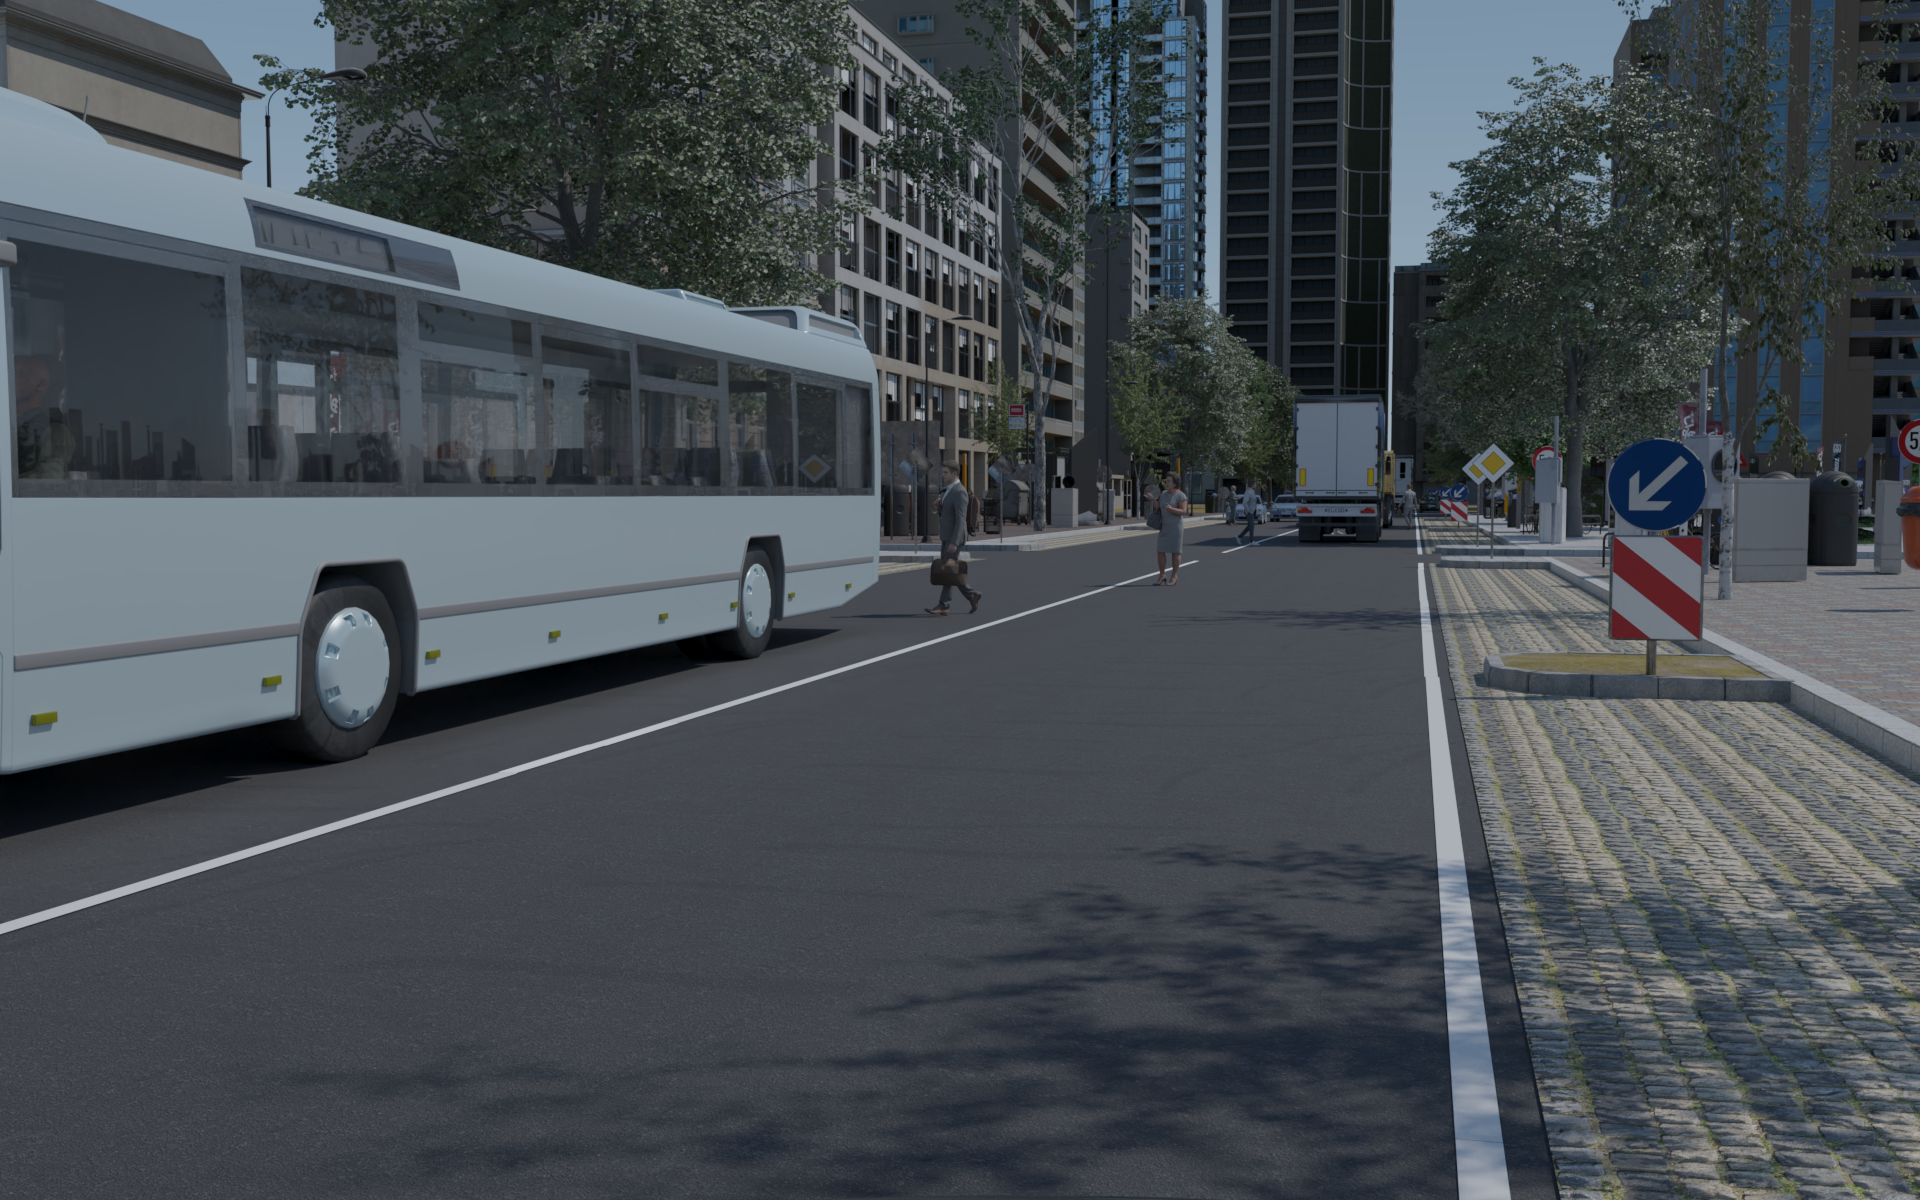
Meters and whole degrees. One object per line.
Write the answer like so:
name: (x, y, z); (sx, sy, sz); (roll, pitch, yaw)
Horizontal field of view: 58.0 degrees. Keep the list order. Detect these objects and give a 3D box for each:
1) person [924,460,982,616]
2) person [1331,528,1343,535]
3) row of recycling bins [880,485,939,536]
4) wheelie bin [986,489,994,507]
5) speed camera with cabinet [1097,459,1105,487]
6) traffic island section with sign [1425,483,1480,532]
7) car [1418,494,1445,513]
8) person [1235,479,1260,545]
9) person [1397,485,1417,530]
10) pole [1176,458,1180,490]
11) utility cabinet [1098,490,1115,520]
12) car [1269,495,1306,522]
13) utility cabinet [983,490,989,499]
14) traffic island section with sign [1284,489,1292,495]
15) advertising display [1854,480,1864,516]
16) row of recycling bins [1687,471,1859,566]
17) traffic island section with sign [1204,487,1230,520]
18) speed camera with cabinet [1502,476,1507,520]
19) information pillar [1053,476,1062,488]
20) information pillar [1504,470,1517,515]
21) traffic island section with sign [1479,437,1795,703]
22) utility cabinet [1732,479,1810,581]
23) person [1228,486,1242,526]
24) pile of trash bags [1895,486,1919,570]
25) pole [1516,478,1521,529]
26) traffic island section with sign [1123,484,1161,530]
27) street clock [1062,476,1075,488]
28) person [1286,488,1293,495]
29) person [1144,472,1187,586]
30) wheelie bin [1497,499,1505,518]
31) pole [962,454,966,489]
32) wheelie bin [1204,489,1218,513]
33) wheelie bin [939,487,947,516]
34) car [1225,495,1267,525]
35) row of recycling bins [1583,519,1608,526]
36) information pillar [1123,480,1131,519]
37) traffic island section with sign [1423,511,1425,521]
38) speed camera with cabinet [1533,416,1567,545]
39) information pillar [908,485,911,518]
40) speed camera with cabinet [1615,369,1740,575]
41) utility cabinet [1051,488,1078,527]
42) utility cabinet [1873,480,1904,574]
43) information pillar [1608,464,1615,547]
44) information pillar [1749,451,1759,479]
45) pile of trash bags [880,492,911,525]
person: (-0.050, -0.732, 20.436); (0.822, 1.834, 0.622); (-2, 4, -25)
person: (13.304, -3.239, 61.437); (0.573, 1.828, 0.580); (2, 4, 35)
row of recycling bins: (-2.355, -2.795, 52.811); (3.534, 1.692, 1.069); (-1, 4, -17)
wheelie bin: (1.894, -5.587, 99.250); (0.980, 1.594, 0.693); (3, 5, 43)
speed camera with cabinet: (7.221, -6.375, 98.567); (2.038, 3.252, 0.660); (2, 4, 30)
traffic island section with sign: (18.819, -3.494, 65.755); (1.989, 1.847, 2.006); (1, 4, 15)
car: (35.512, -7.382, 130.489); (2.009, 1.686, 4.222); (1, 4, 15)
person: (8.051, -2.456, 48.509); (0.795, 1.843, 0.661); (2, 4, 29)
person: (17.978, -3.725, 69.519); (0.709, 1.813, 0.853); (-1, 4, -21)
pole: (12.405, -6.410, 98.649); (0.158, 3.312, 0.155); (0, 3, 0)
utility cabinet: (6.949, -4.636, 84.477); (1.173, 1.500, 0.318); (1, 4, 16)
car: (17.213, -4.796, 90.412); (2.014, 1.417, 4.499); (1, 4, 16)
utility cabinet: (1.980, -5.971, 106.311); (1.173, 1.500, 0.318); (0, 4, -2)
traffic island section with sign: (27.221, -8.249, 143.495); (1.989, 1.847, 2.006); (1, 4, 15)
advertising display: (40.376, -4.469, 78.277); (0.974, 1.923, 0.123); (-1, 4, -15)
row of recycling bins: (14.390, -1.498, 31.599); (3.534, 1.692, 1.069); (1, 4, 20)
traffic island section with sign: (14.454, -5.270, 94.791); (1.989, 1.847, 2.006); (1, 4, 15)
speed camera with cabinet: (27.393, -5.488, 84.067); (2.038, 3.252, 0.660); (1, 4, 10)
information pillar: (3.854, -3.931, 68.760); (0.304, 2.012, 0.304); (0, 4, -8)
information pillar: (21.315, -4.623, 66.947); (0.504, 3.616, 0.183); (-1, 4, -12)
traffic island section with sign: (4.987, -0.265, 12.967); (1.989, 1.847, 2.006); (1, 4, 15)
utility cabinet: (11.757, -1.015, 25.279); (1.173, 1.500, 0.318); (-1, 4, -12)
person: (12.438, -4.264, 78.397); (0.590, 1.801, 0.661); (0, 4, -2)
pile of trash bags: (12.097, -0.574, 19.135); (3.447, 1.369, 1.912); (0, 4, -1)
pole: (20.576, -4.275, 63.734); (0.158, 3.312, 0.155); (0, 3, 0)
traffic island section with sign: (7.620, -3.675, 68.713); (1.989, 1.847, 2.006); (1, 4, 15)
street clock: (4.279, -3.900, 68.330); (0.471, 2.002, 0.358); (0, 4, -8)
person: (21.658, -6.479, 114.214); (0.659, 1.850, 0.755); (0, 4, -6)
person: (3.175, -1.115, 27.087); (0.716, 1.782, 0.532); (3, 5, 44)
wheelie bin: (29.026, -5.184, 92.666); (0.980, 1.594, 0.693); (0, 4, -4)
pole: (0.222, -5.717, 87.317); (0.158, 3.312, 0.155); (0, 3, 0)
wheelie bin: (16.772, -6.612, 116.006); (0.980, 1.594, 0.693); (1, 4, 21)
wheelie bin: (-1.077, -5.375, 95.789); (0.693, 1.594, 0.980); (-1, 4, -13)
car: (13.757, -4.349, 83.111); (2.014, 1.417, 4.499); (1, 4, 13)
row of recycling bins: (25.516, -3.928, 71.341); (1.069, 1.692, 3.534); (-3, 4, -36)
information pillar: (8.737, -5.256, 90.425); (0.304, 2.012, 0.304); (-3, 4, -36)
traffic island section with sign: (25.672, -5.095, 91.931); (1.989, 1.847, 2.006); (1, 4, 15)
speed camera with cabinet: (15.226, -3.077, 44.638); (0.660, 3.252, 2.038); (2, 4, 25)
information pillar: (-2.426, -5.595, 82.826); (0.183, 3.616, 0.504); (0, 4, 5)
speed camera with cabinet: (11.191, -1.997, 26.985); (2.038, 3.252, 0.660); (-2, 4, -24)
utility cabinet: (4.017, -3.530, 66.387); (0.318, 1.500, 1.173); (-3, 5, -41)
utility cabinet: (15.025, -1.182, 28.007); (0.318, 1.500, 1.173); (1, 4, 23)
information pillar: (15.989, -2.301, 42.106); (0.304, 2.012, 0.304); (-3, 4, -36)
information pillar: (42.630, -6.221, 93.068); (0.504, 3.616, 0.183); (1, 4, 11)
pile of trash bags: (-3.180, -3.777, 71.514); (3.447, 1.369, 1.912); (2, 4, 26)
